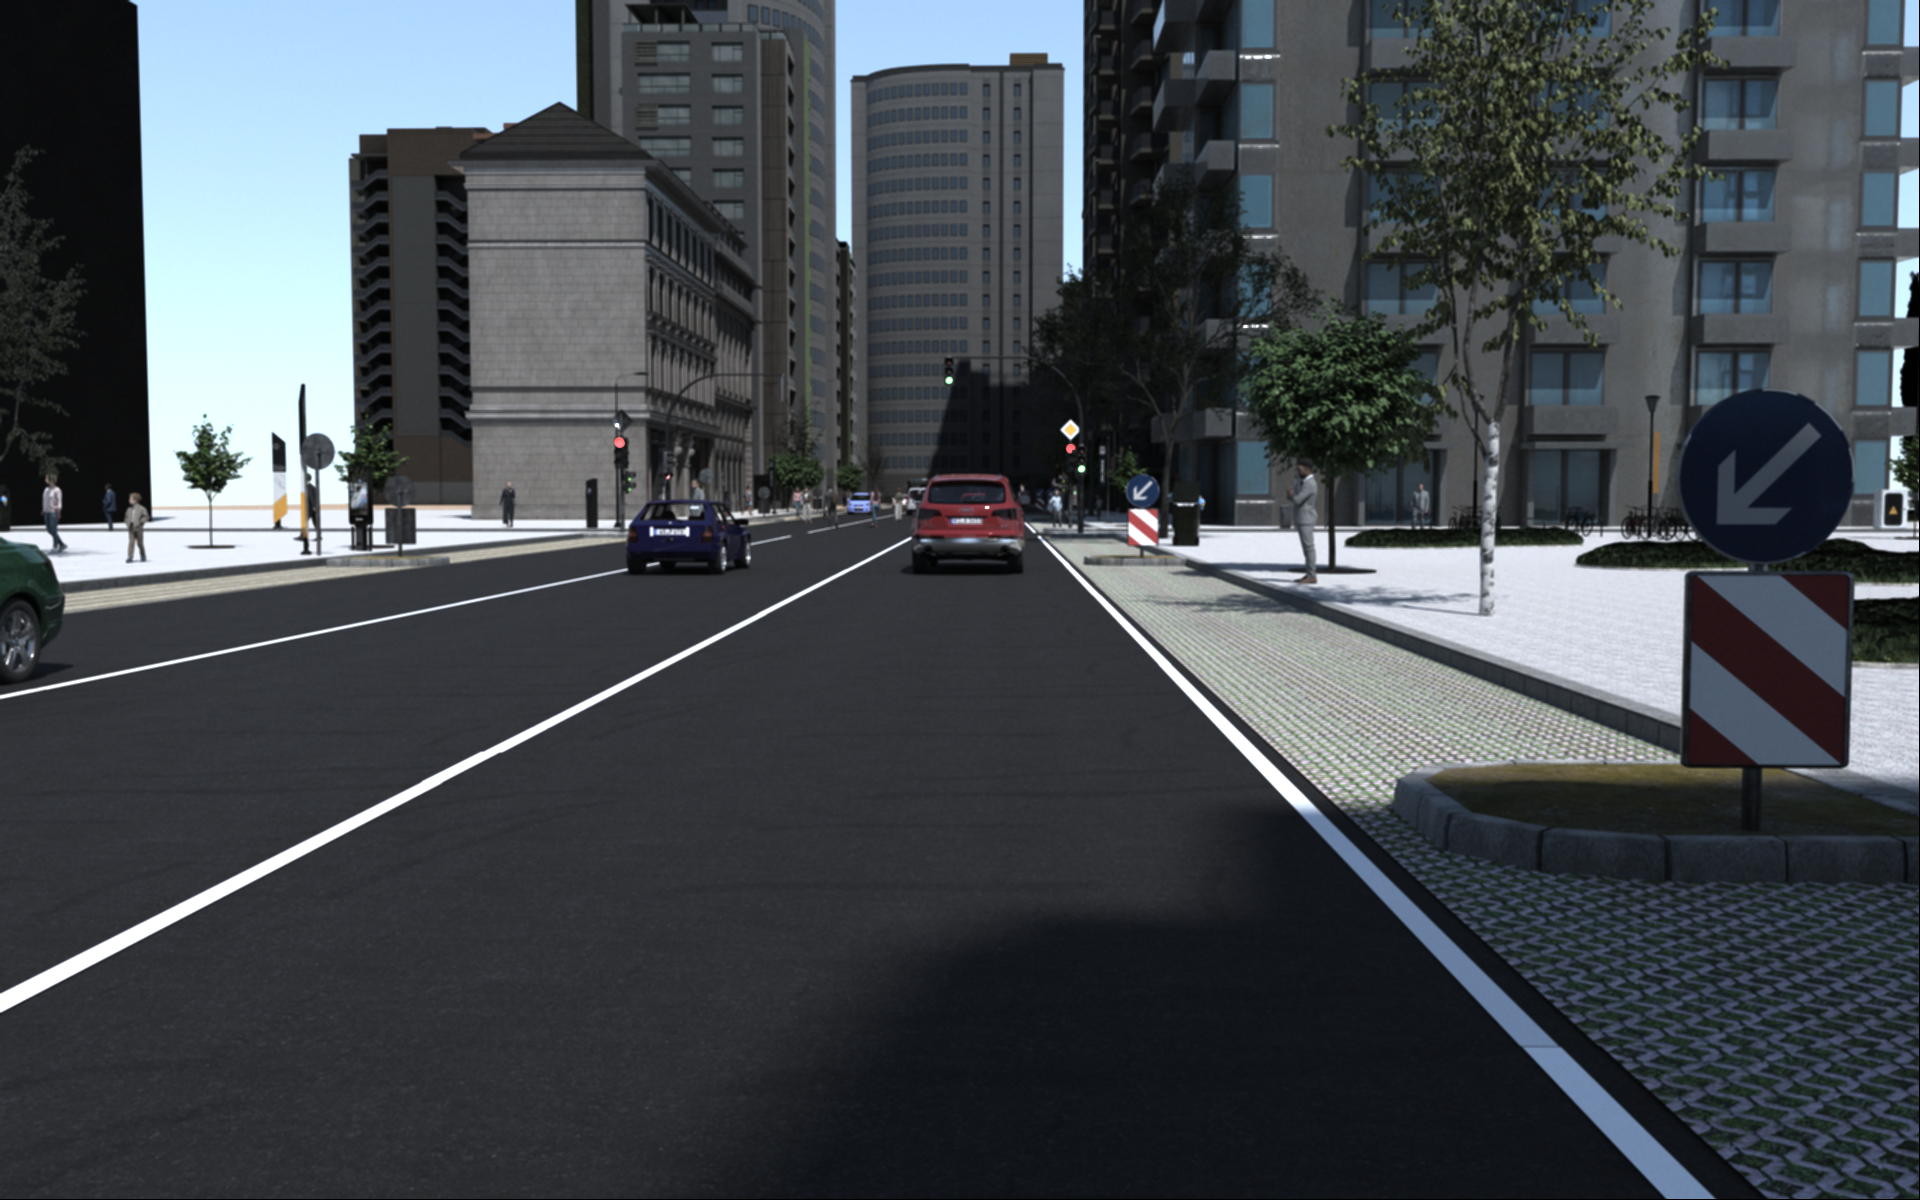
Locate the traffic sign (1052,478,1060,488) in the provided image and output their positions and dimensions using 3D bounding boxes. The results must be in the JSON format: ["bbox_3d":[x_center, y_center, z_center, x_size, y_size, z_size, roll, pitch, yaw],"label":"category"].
[{"bbox_3d":[7.349,-8.055,131.808,0.768,2.556,0.104,1,4,10],"label":"traffic sign"}]

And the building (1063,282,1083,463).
[{"bbox_3d":[20.718,-28.210,232.937,14.107,30.474,14.160,0,4,1],"label":"building"}]

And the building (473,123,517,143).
[{"bbox_3d":[-41.222,-33.583,203.712,28.867,44.769,22.147,0,4,1],"label":"building"}]

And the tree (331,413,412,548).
[{"bbox_3d":[-14.124,-2.860,41.367,1.663,3.219,1.824,0,3,0],"label":"tree"}]

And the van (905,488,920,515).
[{"bbox_3d":[-2.766,-6.792,118.053,2.013,2.044,4.112,0,4,1],"label":"van"}]

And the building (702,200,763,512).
[{"bbox_3d":[-21.745,-16.968,119.233,13.314,21.916,24.055,0,4,1],"label":"building"}]

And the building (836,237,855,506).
[{"bbox_3d":[-19.538,-25.606,190.359,14.160,30.474,14.107,0,4,1],"label":"building"}]

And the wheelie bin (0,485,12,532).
[{"bbox_3d":[-32.603,-3.103,58.647,0.980,1.594,0.693,1,4,8],"label":"wheelie bin"}]

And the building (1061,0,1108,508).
[{"bbox_3d":[21.178,-45.261,178.271,20.563,71.187,20.611,0,4,1],"label":"building"}]

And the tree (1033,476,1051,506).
[{"bbox_3d":[9.683,-12.806,203.985,1.663,3.219,1.824,0,3,0],"label":"tree"}]

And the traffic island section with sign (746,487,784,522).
[{"bbox_3d":[-10.207,-4.994,90.272,1.989,1.847,2.006,0,4,1],"label":"traffic island section with sign"}]

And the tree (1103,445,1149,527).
[{"bbox_3d":[6.718,-4.511,68.355,1.663,3.219,1.824,0,3,0],"label":"tree"}]

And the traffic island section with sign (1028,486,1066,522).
[{"bbox_3d":[4.719,-5.002,90.408,1.989,1.847,2.006,0,4,1],"label":"traffic island section with sign"}]

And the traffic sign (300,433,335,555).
[{"bbox_3d":[-13.409,-2.204,36.149,0.768,2.556,0.104,1,4,9],"label":"traffic sign"}]

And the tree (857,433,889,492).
[{"bbox_3d":[-10.304,-15.768,208.175,4.360,8.622,3.978,0,3,0],"label":"tree"}]

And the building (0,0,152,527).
[{"bbox_3d":[-45.298,-14.893,73.186,15.834,23.373,12.332,0,4,1],"label":"building"}]

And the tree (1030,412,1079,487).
[{"bbox_3d":[8.009,-11.797,143.236,4.737,8.622,4.395,0,3,0],"label":"tree"}]

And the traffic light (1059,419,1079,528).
[{"bbox_3d":[4.132,-4.660,65.116,0.839,4.253,0.868,0,4,1],"label":"traffic light"}]

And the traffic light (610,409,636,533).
[{"bbox_3d":[-11.197,-4.191,57.440,0.839,4.253,0.868,0,4,1],"label":"traffic light"}]

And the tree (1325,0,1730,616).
[{"bbox_3d":[5.724,-4.149,18.203,4.737,8.622,4.395,0,3,0],"label":"tree"}]

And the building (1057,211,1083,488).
[{"bbox_3d":[27.009,-31.175,201.590,32.217,40.220,23.993,0,4,1],"label":"building"}]

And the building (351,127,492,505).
[{"bbox_3d":[-63.142,-34.116,207.912,14.200,45.320,14.600,0,4,1],"label":"building"}]

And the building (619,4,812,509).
[{"bbox_3d":[-20.435,-28.392,147.811,14.154,41.232,14.086,0,4,1],"label":"building"}]

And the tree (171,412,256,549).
[{"bbox_3d":[-17.925,-2.849,41.176,1.663,3.219,1.824,0,3,0],"label":"tree"}]

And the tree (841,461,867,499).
[{"bbox_3d":[-10.806,-11.424,170.489,4.285,4.588,4.351,0,3,0],"label":"tree"}]

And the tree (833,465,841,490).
[{"bbox_3d":[-11.863,-9.134,133.061,4.285,4.588,4.351,0,3,0],"label":"tree"}]

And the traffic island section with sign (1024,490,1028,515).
[{"bbox_3d":[5.299,-6.660,117.519,1.989,1.847,2.006,0,4,1],"label":"traffic island section with sign"}]

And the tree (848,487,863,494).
[{"bbox_3d":[-10.796,-11.251,178.552,1.663,3.219,1.824,0,3,0],"label":"tree"}]

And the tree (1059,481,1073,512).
[{"bbox_3d":[7.991,-7.773,121.685,1.663,3.219,1.824,0,3,0],"label":"tree"}]

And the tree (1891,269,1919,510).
[{"bbox_3d":[60.121,-12.065,99.085,13.155,14.587,18.604,-1,4,-20],"label":"tree"}]

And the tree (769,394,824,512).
[{"bbox_3d":[-11.884,-10.742,125.995,4.360,8.622,3.978,0,3,0],"label":"tree"}]

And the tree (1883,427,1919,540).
[{"bbox_3d":[27.283,-3.335,49.137,1.663,3.219,1.824,0,3,0],"label":"tree"}]

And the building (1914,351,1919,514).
[{"bbox_3d":[61.179,-32.614,75.241,28.212,58.520,21.231,0,4,1],"label":"building"}]

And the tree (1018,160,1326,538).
[{"bbox_3d":[5.857,-7.037,49.463,8.767,10.594,7.601,0,4,0],"label":"tree"}]

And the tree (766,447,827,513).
[{"bbox_3d":[-12.015,-8.385,120.806,4.285,4.588,4.351,0,3,0],"label":"tree"}]

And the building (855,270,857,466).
[{"bbox_3d":[-19.639,-26.708,208.384,14.107,30.474,14.160,0,4,1],"label":"building"}]

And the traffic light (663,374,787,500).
[{"bbox_3d":[-8.933,-5.550,65.414,4.771,5.953,1.251,0,4,1],"label":"traffic light"}]

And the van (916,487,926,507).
[{"bbox_3d":[-1.939,-6.348,110.796,2.013,2.044,4.112,0,4,1],"label":"van"}]

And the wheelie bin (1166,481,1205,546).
[{"bbox_3d":[5.596,-2.140,42.900,0.980,1.594,0.693,1,4,15],"label":"wheelie bin"}]

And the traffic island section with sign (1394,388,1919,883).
[{"bbox_3d":[2.938,0.082,7.295,1.989,1.847,2.006,0,4,1],"label":"traffic island section with sign"}]

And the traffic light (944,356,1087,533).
[{"bbox_3d":[1.868,-5.038,57.036,4.771,5.953,1.251,0,4,1],"label":"traffic light"}]

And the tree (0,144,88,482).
[{"bbox_3d":[-19.075,-5.104,33.819,4.360,8.622,3.978,0,3,0],"label":"tree"}]

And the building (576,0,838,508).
[{"bbox_3d":[-23.799,-38.316,168.469,21.231,58.520,28.212,0,4,1],"label":"building"}]

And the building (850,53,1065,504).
[{"bbox_3d":[-0.375,-42.410,235.400,28.212,58.520,21.231,0,4,1],"label":"building"}]

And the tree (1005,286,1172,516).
[{"bbox_3d":[7.773,-11.640,100.684,12.009,13.543,11.850,0,3,0],"label":"tree"}]

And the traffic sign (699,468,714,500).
[{"bbox_3d":[-12.571,-5.248,85.904,0.768,2.556,0.104,1,4,9],"label":"traffic sign"}]

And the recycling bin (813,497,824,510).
[{"bbox_3d":[-11.446,-7.808,140.216,0.722,1.027,0.722,1,4,13],"label":"recycling bin"}]

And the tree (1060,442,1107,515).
[{"bbox_3d":[7.829,-7.659,108.946,4.285,4.588,4.351,0,3,0],"label":"tree"}]

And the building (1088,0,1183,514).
[{"bbox_3d":[20.673,-28.768,124.974,22.147,44.769,28.867,0,4,1],"label":"building"}]

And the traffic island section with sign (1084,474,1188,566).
[{"bbox_3d":[3.541,-1.626,35.208,1.989,1.847,2.006,0,4,1],"label":"traffic island section with sign"}]

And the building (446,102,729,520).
[{"bbox_3d":[-19.913,-14.441,87.012,10.553,20.767,40.483,0,4,1],"label":"building"}]

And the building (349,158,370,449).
[{"bbox_3d":[-68.947,-37.534,237.385,21.600,48.544,21.300,0,4,1],"label":"building"}]

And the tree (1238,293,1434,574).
[{"bbox_3d":[6.199,-2.738,28.476,4.285,4.588,4.351,0,3,0],"label":"tree"}]

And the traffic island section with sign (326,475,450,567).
[{"bbox_3d":[-11.391,-1.599,34.767,1.989,1.847,2.006,0,4,1],"label":"traffic island section with sign"}]

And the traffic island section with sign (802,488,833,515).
[{"bbox_3d":[-9.623,-6.654,117.422,1.989,1.847,2.006,0,4,1],"label":"traffic island section with sign"}]

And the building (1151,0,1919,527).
[{"bbox_3d":[23.857,-27.946,76.523,30.456,49.044,23.786,0,4,1],"label":"building"}]
